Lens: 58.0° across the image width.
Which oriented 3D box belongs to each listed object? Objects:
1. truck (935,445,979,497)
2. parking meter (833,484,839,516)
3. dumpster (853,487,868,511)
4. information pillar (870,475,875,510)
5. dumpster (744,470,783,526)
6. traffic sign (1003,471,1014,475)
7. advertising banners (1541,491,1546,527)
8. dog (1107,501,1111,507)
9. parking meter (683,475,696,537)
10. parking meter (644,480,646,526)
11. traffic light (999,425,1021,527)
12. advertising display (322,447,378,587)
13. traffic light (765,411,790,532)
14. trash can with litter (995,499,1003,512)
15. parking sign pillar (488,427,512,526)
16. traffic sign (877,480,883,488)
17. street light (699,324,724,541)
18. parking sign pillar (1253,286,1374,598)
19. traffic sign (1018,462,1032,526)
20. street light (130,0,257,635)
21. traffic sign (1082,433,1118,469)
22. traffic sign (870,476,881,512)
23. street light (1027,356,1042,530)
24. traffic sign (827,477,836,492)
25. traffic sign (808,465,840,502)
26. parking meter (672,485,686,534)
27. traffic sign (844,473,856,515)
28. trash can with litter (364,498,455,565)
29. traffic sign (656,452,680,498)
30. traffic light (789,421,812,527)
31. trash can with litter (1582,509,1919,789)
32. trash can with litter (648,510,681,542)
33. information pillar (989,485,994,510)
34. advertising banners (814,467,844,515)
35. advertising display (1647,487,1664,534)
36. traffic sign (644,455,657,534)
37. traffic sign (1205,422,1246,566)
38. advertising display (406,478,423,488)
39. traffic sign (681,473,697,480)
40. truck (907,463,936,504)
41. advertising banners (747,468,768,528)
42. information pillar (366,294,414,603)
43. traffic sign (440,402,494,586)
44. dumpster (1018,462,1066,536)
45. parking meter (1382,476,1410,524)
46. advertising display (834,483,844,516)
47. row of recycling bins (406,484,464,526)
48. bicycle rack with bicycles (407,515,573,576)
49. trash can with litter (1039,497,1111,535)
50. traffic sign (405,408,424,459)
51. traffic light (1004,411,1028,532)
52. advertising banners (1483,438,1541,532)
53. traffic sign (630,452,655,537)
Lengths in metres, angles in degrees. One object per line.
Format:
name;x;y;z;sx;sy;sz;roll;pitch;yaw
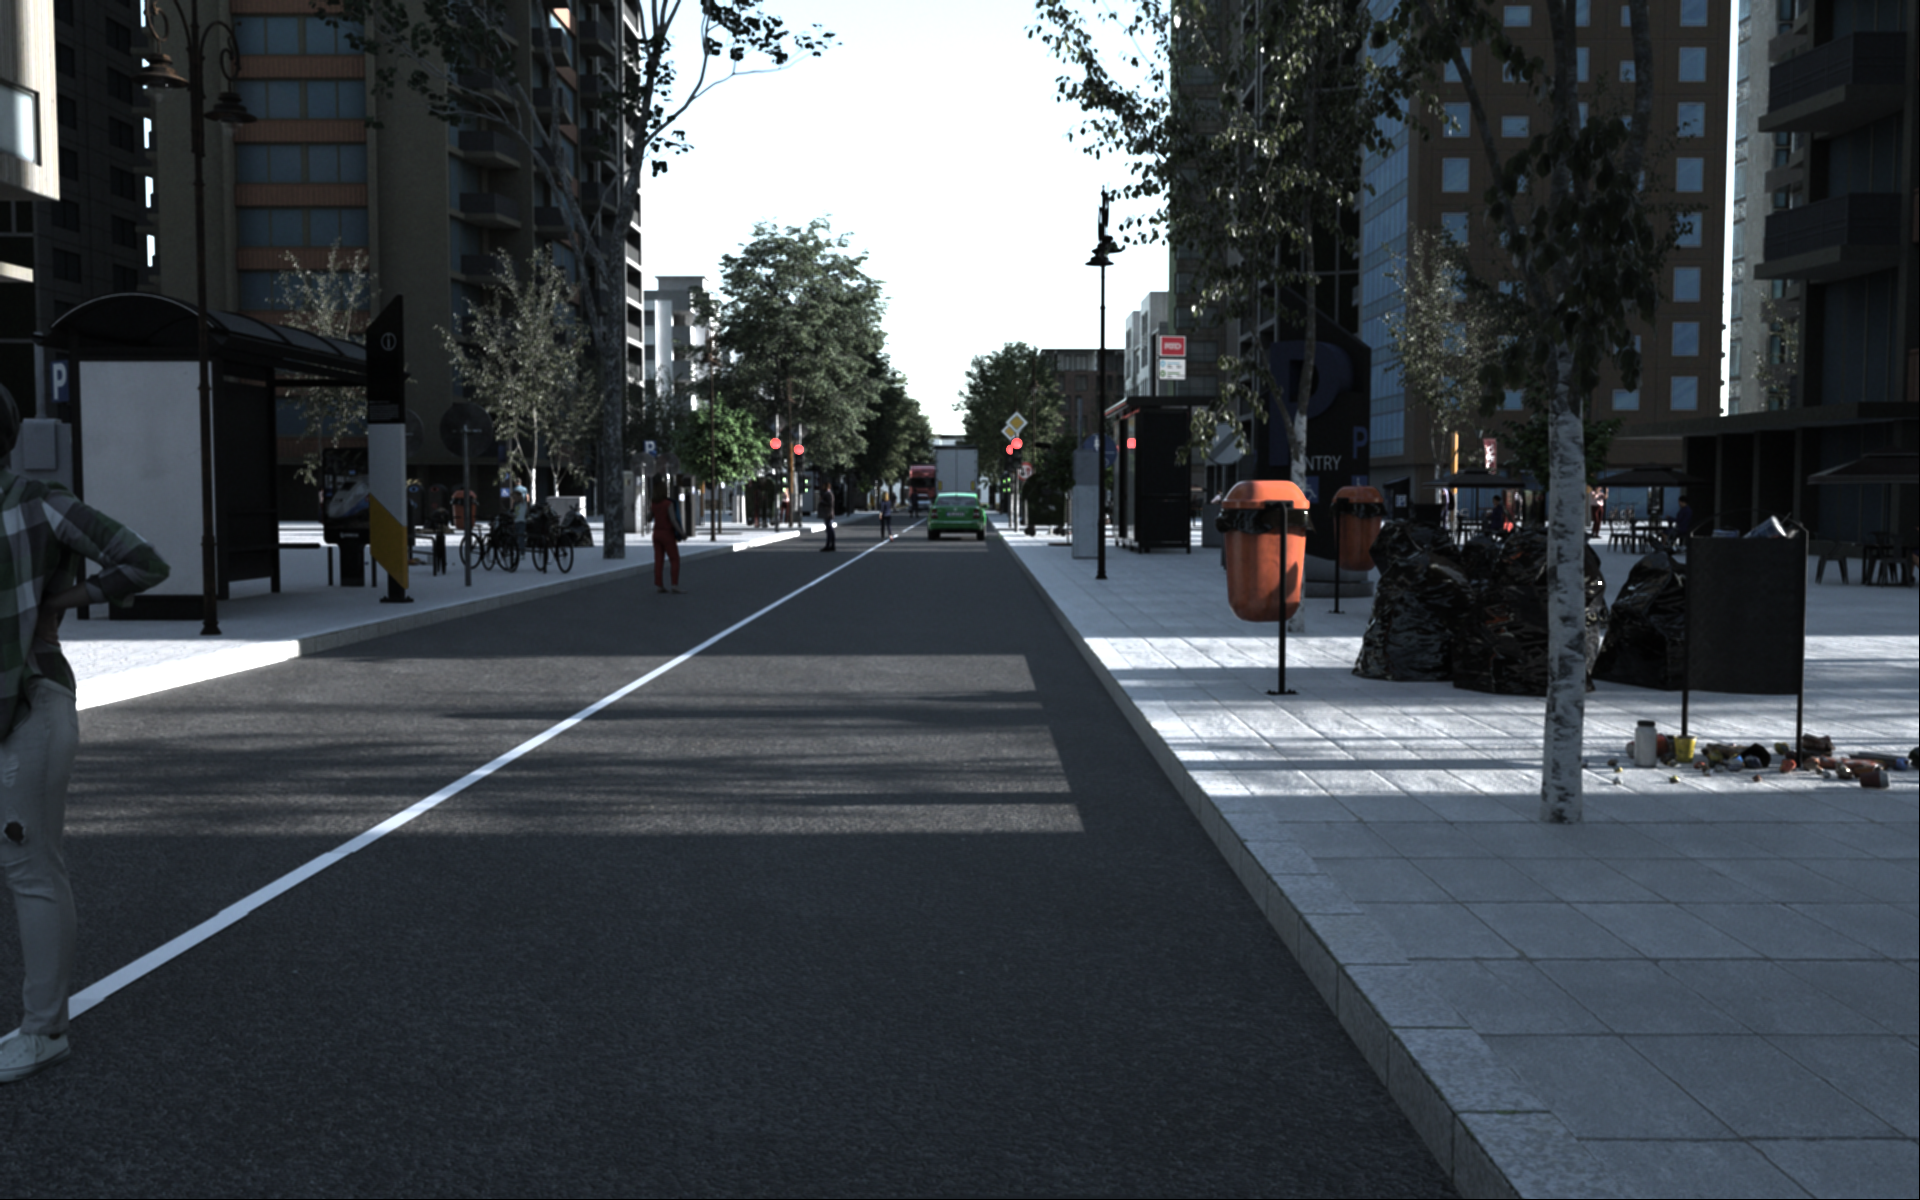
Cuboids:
truck;-0.196;-7.098;104.967;2.839;4.237;11.283;0;3;0
parking meter;-7.301;-5.877;101.801;0.255;1.863;0.399;-2;4;-30
dumpster;-7.472;-7.523;128.762;1.264;1.857;1.865;0;4;0
information pillar;-6.924;-8.892;136.732;0.183;3.616;0.504;3;5;41
dumpster;-8.049;-4.155;70.422;1.502;2.255;1.985;0;4;0
traffic sign;2.355;-4.836;78.798;0.795;2.593;0.064;0;4;3
advertising banners;19.932;-3.742;57.375;2.074;3.025;0.090;1;4;11
dog;10.250;-6.367;118.475;0.513;0.831;0.800;1;4;17
parking meter;-8.123;-2.831;51.999;0.255;1.863;0.399;1;4;12
parking meter;-12.857;-3.941;70.145;0.255;1.863;0.399;-3;5;-42
traffic light;1.938;-4.748;66.553;0.839;4.253;0.868;0;4;0
advertising display;-8.451;-1.151;24.039;0.974;1.923;0.123;2;4;28
traffic light;-6.185;-4.261;58.594;0.839;4.253;0.868;0;4;0
trash can with litter;3.058;-6.982;125.548;1.055;1.170;0.624;1;4;23
parking sign pillar;-18.189;-4.947;69.353;1.447;3.967;1.447;-1;4;-11
traffic sign;-6.505;-8.458;138.390;0.768;2.556;0.104;1;4;9
street light;-6.744;-4.547;47.126;0.468;5.910;1.993;0;4;0
parking sign pillar;4.527;-2.046;21.929;1.447;3.967;1.447;-3;5;-42
traffic sign;2.606;-4.214;69.000;0.768;2.556;0.104;0;4;3
street light;-6.850;-2.622;15.659;0.468;5.910;1.993;0;4;0
traffic sign;2.928;-2.224;36.470;0.768;2.556;0.104;0;4;6
traffic sign;-5.972;-7.506;122.826;0.768;2.556;0.104;0;4;5
street light;2.472;-5.224;58.201;0.468;5.910;1.993;0;4;0
traffic sign;-7.793;-6.257;104.434;0.606;2.300;0.079;0;4;7
traffic sign;-9.641;-7.882;122.736;2.265;3.308;0.079;0;4;3
parking meter;-7.899;-2.459;48.621;0.372;1.533;0.369;0;3;0
traffic sign;-6.714;-6.464;105.795;0.768;2.556;0.104;1;4;9
trash can with litter;-10.118;-1.274;31.895;1.678;1.210;2.233;-2;4;-26
traffic sign;-8.904;-3.221;52.772;0.768;2.556;0.104;1;4;8
traffic light;-6.143;-4.750;66.579;0.839;4.253;0.868;0;4;0
trash can with litter;4.012;0.190;7.943;2.233;1.210;1.678;2;4;29
trash can with litter;-7.797;-2.117;46.001;0.624;1.170;1.055;1;4;12
information pillar;2.524;-8.253;139.436;0.304;2.012;0.304;2;4;31
advertising banners;-8.178;-6.812;107.572;2.074;3.025;0.090;1;4;16
advertising display;22.305;-3.079;55.553;0.123;1.923;0.974;0;4;-1
traffic sign;-10.021;-3.384;55.437;0.768;2.556;0.104;1;4;10
traffic sign;4.700;-1.880;30.842;0.768;2.556;0.104;0;4;5
advertising display;-22.516;-4.023;70.986;0.974;1.923;0.123;-2;4;-30
traffic sign;-10.340;-4.094;66.939;0.884;2.594;0.081;0;4;5
truck;-3.168;-10.279;156.971;2.839;4.237;11.283;0;4;1
advertising banners;-7.795;-4.299;66.475;0.090;3.025;2.074;-2;4;-28
information pillar;-6.750;-1.778;20.433;0.504;3.616;0.183;1;4;19
traffic sign;-6.855;-1.465;24.061;0.768;2.556;0.104;0;4;5
dumpster;2.609;-3.106;53.273;1.502;2.255;1.985;0;4;0
parking meter;6.150;-0.981;24.444;0.372;1.533;0.369;0;3;0
advertising display;-7.221;-5.975;102.907;0.123;1.923;0.974;-3;4;-36
row of recycling bins;-21.514;-3.831;69.744;3.534;1.692;1.069;0;4;-8
bicycle rack with bicycles;-7.901;-0.925;28.514;2.852;0.926;2.925;-2;4;-30
trash can with litter;3.699;-2.719;55.507;2.233;1.210;1.678;0;4;8
traffic sign;-8.268;-1.556;25.554;0.768;2.556;0.104;1;4;9
traffic light;1.896;-4.260;58.568;0.839;4.253;0.868;0;4;0
advertising banners;17.276;-3.564;54.453;2.074;3.025;0.090;-1;4;-20
traffic sign;-9.584;-3.191;52.281;0.768;2.556;0.104;0;4;2
